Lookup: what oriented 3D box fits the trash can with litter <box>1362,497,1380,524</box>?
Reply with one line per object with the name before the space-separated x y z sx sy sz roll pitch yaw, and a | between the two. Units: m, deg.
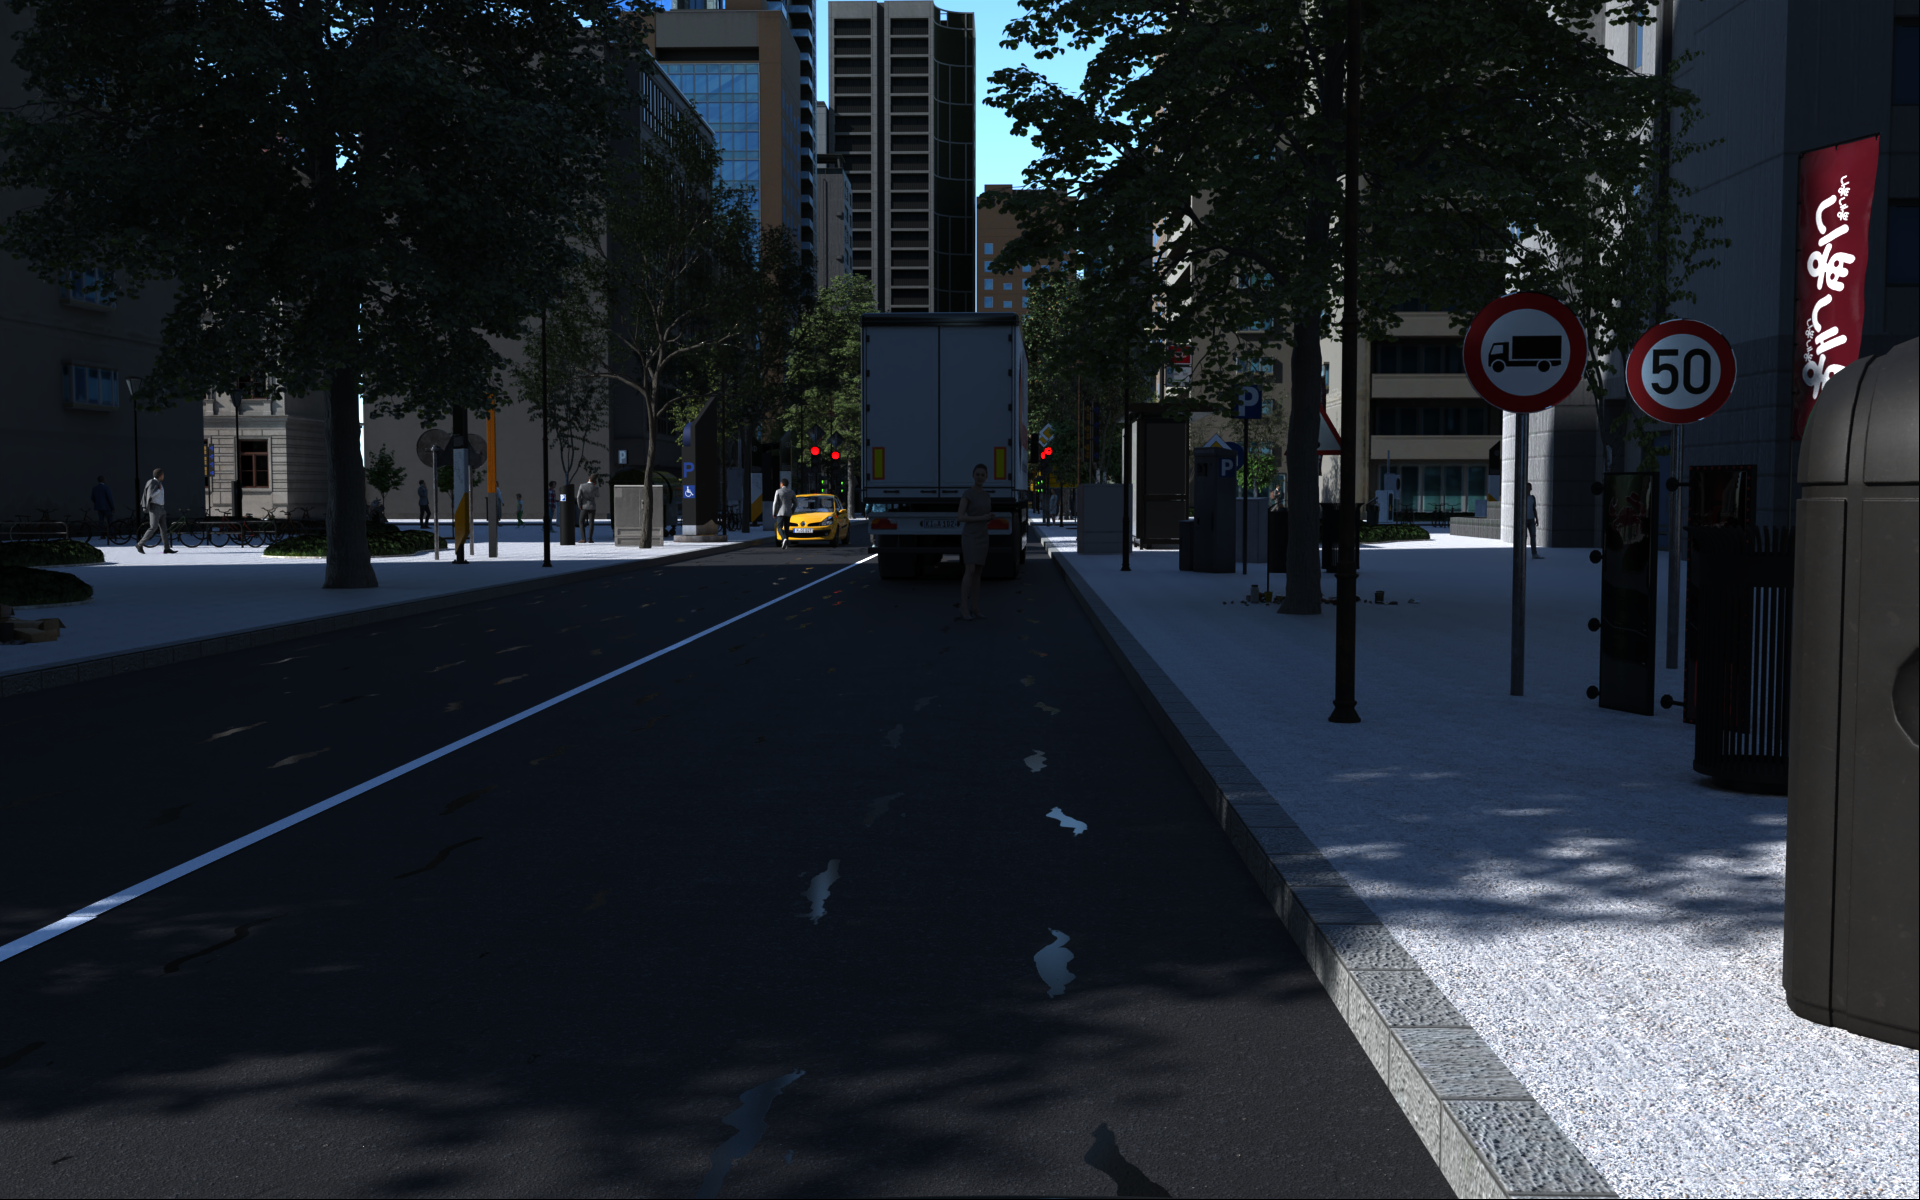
trash can with litter | 16.133 -3.508 68.750 1.055 1.170 0.624 1 4 18

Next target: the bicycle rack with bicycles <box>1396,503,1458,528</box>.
bicycle rack with bicycles | 17.899 -3.242 66.391 2.852 0.926 2.925 1 4 21

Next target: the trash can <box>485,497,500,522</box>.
trash can | -21.351 -4.133 79.234 0.748 1.137 0.748 0 3 0

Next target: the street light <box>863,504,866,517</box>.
street light | -5.317 -7.575 96.643 0.468 5.910 1.993 0 4 2

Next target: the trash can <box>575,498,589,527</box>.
trash can | -14.659 -3.378 66.879 0.748 1.137 0.748 0 3 0

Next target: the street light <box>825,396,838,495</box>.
street light | -5.816 -6.457 78.356 0.468 5.910 1.993 0 4 2

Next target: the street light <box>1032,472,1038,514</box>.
street light | 5.824 -9.669 130.874 0.468 5.910 1.993 0 4 2

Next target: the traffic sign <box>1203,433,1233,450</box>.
traffic sign | 5.567 -2.314 37.572 0.795 2.593 0.064 0 4 6

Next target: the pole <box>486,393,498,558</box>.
pole | -9.447 -2.515 34.962 0.158 3.312 0.155 0 3 0

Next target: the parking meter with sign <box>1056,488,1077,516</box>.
parking meter with sign | 5.941 -6.347 100.042 1.738 3.016 0.543 -1 4 -14

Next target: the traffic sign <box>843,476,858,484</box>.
traffic sign | -6.020 -5.837 95.441 0.884 2.594 0.081 0 4 7

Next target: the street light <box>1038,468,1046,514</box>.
street light | 4.605 -7.380 93.449 0.468 5.910 1.993 0 4 2

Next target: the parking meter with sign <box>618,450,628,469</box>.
parking meter with sign | -12.755 -4.464 69.248 0.543 3.016 1.738 3 5 43

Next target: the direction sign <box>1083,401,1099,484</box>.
direction sign | 3.205 -3.084 42.412 0.379 3.537 0.876 2 4 29

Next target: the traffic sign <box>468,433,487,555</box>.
traffic sign | -10.268 -2.217 36.356 0.768 2.556 0.104 0 4 2

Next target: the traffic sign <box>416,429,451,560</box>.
traffic sign | -10.215 -2.057 33.743 0.768 2.556 0.104 0 4 4

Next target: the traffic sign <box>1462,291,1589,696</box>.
traffic sign | 3.553 -0.664 10.968 0.768 2.556 0.104 0 4 7

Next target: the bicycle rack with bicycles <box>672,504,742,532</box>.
bicycle rack with bicycles | -8.510 -2.856 60.073 2.852 0.926 2.925 2 4 30

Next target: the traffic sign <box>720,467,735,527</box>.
traffic sign | -8.740 -3.856 65.172 0.606 2.300 0.079 0 4 6

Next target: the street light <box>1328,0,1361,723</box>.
street light | 2.171 -2.251 9.596 0.468 5.910 1.993 0 4 2

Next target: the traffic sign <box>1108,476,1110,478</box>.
traffic sign | 5.478 -4.159 67.996 0.884 2.594 0.081 0 4 5

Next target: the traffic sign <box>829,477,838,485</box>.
traffic sign | -8.396 -7.088 115.999 0.768 2.556 0.104 1 4 9

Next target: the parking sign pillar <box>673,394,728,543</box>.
parking sign pillar | -6.958 -3.538 46.321 1.447 3.967 1.447 1 4 18

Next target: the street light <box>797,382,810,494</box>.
street light | -6.195 -5.816 67.882 0.468 5.910 1.993 0 4 2

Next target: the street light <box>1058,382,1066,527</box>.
street light | 3.947 -5.773 67.184 0.468 5.910 1.993 0 4 2

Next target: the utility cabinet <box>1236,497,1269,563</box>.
utility cabinet | 5.315 -1.305 32.503 0.306 1.237 1.020 -3 4 -36

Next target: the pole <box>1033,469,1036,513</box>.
pole | 4.942 -7.411 115.014 0.158 3.312 0.155 0 3 0

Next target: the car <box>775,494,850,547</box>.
car | -4.081 -2.318 48.131 2.015 1.641 3.980 0 4 3

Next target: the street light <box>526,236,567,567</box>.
street light | -7.275 -3.520 30.346 0.468 5.910 1.993 0 4 2

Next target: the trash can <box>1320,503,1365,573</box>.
trash can | 6.216 -1.016 28.270 0.748 1.137 0.748 0 3 0

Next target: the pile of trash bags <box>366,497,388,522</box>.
pile of trash bags | -27.447 -4.206 78.521 3.447 1.369 1.912 3 5 45

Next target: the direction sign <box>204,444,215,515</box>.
direction sign | -33.830 -5.261 78.013 0.876 3.537 0.379 2 4 35

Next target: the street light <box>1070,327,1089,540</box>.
street light | 3.294 -4.587 47.789 0.468 5.910 1.993 0 4 2

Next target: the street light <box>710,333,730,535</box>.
street light | -6.722 -4.678 49.266 0.468 5.910 1.993 0 4 2

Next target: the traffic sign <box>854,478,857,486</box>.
traffic sign | -7.887 -7.778 127.271 0.768 2.556 0.104 0 4 3

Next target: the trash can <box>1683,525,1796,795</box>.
trash can | 3.544 0.250 7.560 0.748 1.137 0.748 0 3 0

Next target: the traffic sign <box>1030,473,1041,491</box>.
traffic sign | 7.124 -9.443 148.267 2.265 3.308 0.079 1 4 11

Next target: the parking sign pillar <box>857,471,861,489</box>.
parking sign pillar | -6.825 -8.180 122.213 1.447 3.967 1.447 1 4 17

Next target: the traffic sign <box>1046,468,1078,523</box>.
traffic sign | 4.852 -5.118 77.557 2.265 3.308 0.079 1 4 10

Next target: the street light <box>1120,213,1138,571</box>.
street light | 2.771 -3.424 28.771 0.468 5.910 1.993 0 4 2

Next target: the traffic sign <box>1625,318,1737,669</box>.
traffic sign | 5.240 -0.768 12.669 0.768 2.556 0.104 1 4 10

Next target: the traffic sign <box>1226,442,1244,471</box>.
traffic sign | 6.547 -2.573 42.176 0.768 2.556 0.104 1 4 9

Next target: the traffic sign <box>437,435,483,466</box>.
traffic sign | -9.334 -1.976 32.308 0.884 2.594 0.081 0 4 5

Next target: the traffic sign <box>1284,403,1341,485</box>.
traffic sign | 4.897 -1.456 23.813 0.884 2.594 0.081 1 4 9

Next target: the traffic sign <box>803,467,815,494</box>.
traffic sign | -7.048 -4.932 80.740 0.768 2.556 0.104 1 4 8

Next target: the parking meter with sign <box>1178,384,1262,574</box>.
parking meter with sign | 4.184 -1.960 28.309 0.543 3.016 1.738 -2 4 -26

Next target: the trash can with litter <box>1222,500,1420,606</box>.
trash can with litter | 4.275 -0.572 20.402 2.233 1.210 1.678 1 4 14
